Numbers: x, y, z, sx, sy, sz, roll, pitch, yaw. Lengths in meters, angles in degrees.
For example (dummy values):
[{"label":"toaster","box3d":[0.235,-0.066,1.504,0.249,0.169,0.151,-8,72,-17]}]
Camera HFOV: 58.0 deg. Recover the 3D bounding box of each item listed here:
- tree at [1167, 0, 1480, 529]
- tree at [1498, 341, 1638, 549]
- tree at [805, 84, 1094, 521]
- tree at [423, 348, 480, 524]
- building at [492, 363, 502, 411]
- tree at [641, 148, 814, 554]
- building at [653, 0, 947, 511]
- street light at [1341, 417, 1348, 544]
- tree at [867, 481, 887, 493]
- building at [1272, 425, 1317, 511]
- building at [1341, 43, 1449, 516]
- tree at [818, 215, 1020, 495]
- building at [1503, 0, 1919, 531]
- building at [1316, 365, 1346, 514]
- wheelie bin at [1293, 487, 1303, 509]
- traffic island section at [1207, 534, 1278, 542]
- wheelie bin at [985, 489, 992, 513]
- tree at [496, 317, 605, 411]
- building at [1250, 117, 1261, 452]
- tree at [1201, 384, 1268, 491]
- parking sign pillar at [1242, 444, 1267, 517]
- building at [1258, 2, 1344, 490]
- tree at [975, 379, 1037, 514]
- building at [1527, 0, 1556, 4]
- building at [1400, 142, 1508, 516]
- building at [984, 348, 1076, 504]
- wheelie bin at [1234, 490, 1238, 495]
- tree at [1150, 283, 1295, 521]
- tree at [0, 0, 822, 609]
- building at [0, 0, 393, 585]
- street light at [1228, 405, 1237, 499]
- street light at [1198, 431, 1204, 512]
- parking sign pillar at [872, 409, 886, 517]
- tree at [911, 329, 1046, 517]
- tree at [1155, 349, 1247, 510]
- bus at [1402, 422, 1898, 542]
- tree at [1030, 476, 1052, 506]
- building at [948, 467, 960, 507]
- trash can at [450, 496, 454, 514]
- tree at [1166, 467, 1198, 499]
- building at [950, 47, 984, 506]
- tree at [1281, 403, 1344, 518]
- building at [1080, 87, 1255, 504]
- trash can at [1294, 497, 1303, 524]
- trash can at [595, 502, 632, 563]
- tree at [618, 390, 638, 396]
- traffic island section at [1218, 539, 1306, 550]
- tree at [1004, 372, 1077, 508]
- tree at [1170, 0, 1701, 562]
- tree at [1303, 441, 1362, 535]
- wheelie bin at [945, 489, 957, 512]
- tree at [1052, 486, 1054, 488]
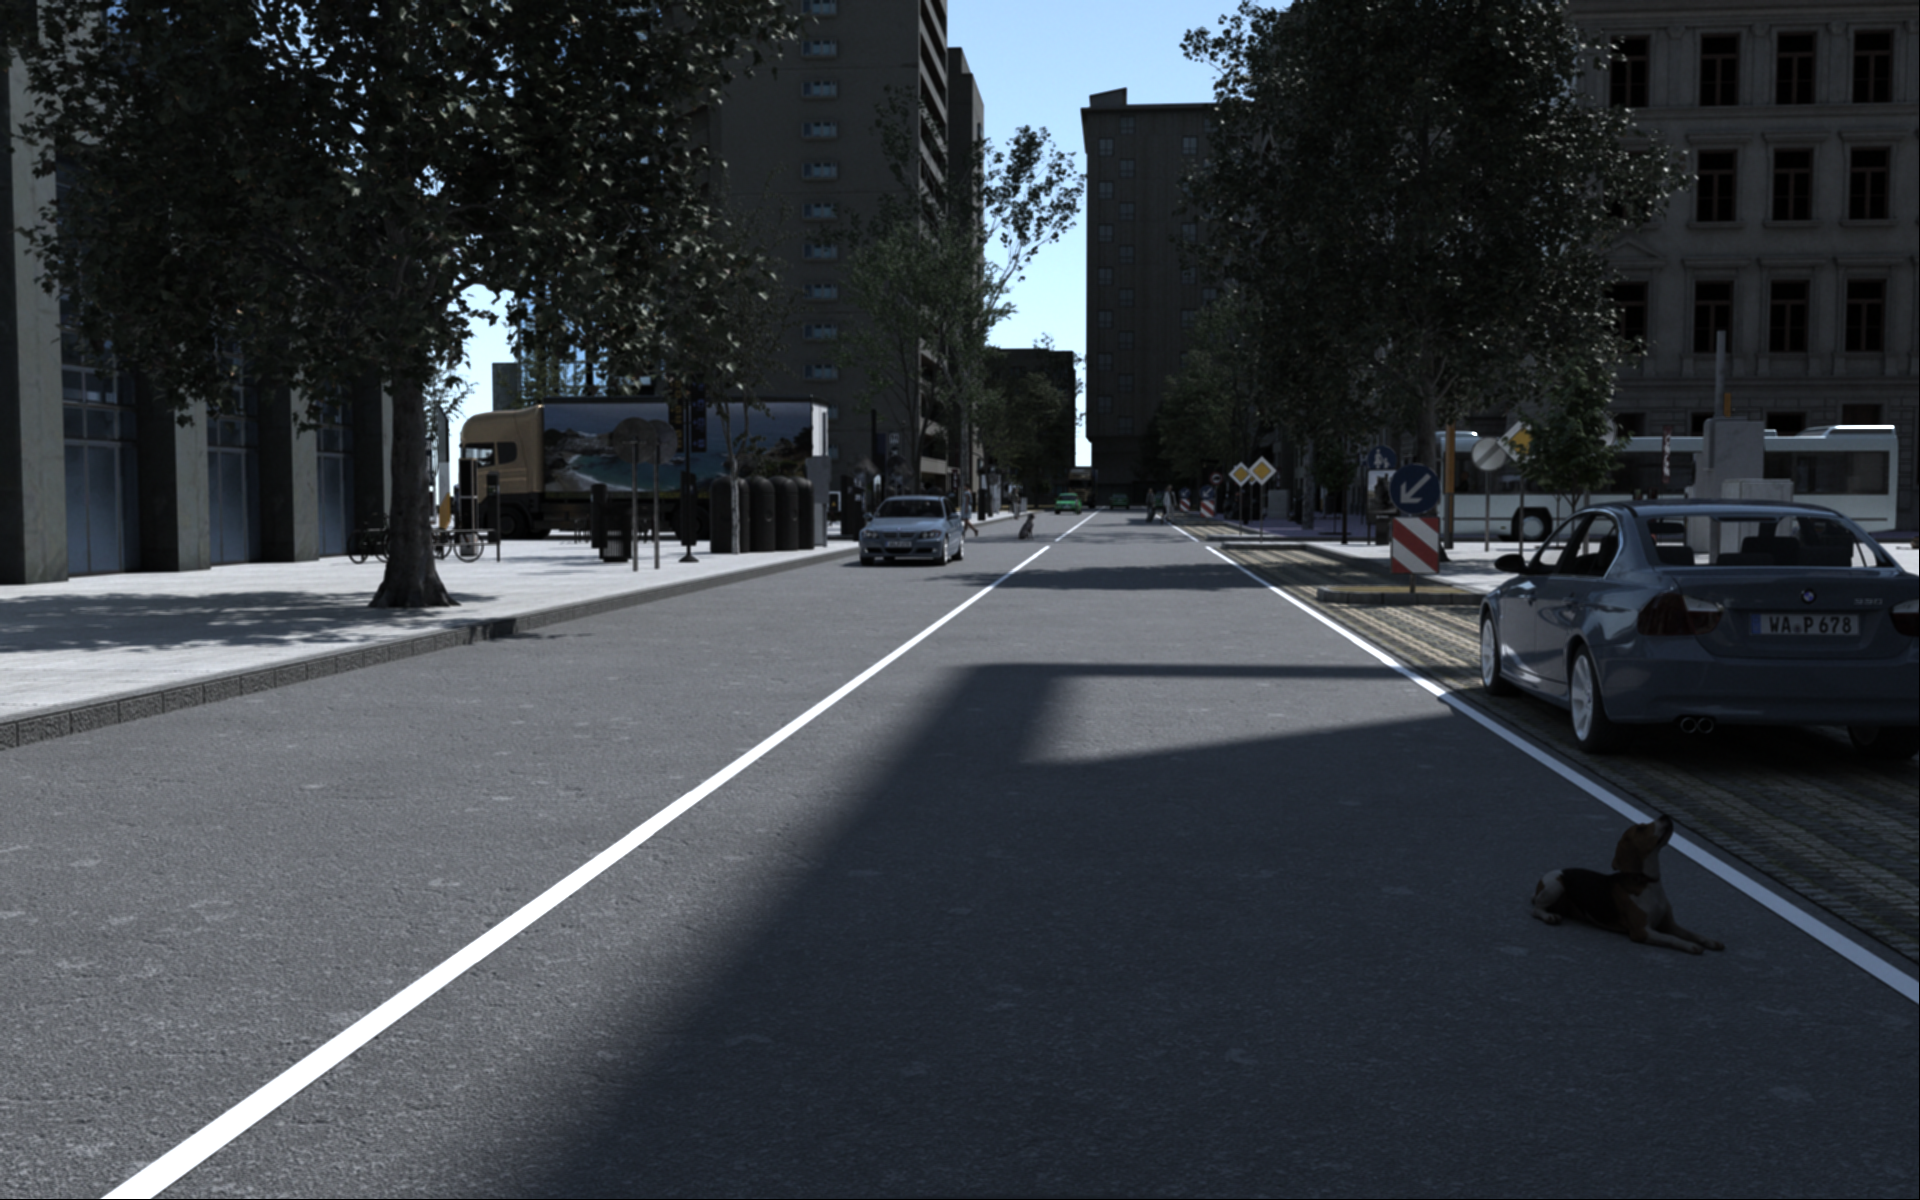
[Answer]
[{"label":"tree","box3d":[13.756,-12.698,63.495,12.611,20.169,13.585,0,3,0]},{"label":"tree","box3d":[7.899,-1.675,21.982,1.663,3.219,1.824,0,3,0]},{"label":"tree","box3d":[-1.221,-13.845,82.252,12.611,20.169,13.585,0,3,0]},{"label":"tree","box3d":[-22.724,-7.556,73.904,4.360,8.622,3.978,0,3,0]},{"label":"building","box3d":[-34.932,-53.555,188.302,31.000,86.520,22.319,0,4,5]},{"label":"tree","box3d":[-4.918,-5.269,36.504,4.360,8.622,3.978,0,3,0]},{"label":"building","box3d":[-12.676,-31.630,140.846,21.300,48.544,21.600,0,4,5]},{"label":"street light","box3d":[9.864,-4.372,44.268,0.468,5.910,1.993,0,4,5]},{"label":"tree","box3d":[-5.760,-7.523,117.597,1.663,3.219,1.824,0,3,0]},{"label":"building","box3d":[41.224,-18.257,143.538,27.650,21.520,28.899,0,4,5]},{"label":"building","box3d":[29.870,-19.226,100.256,13.634,28.700,20.117,0,4,5]},{"label":"tree","box3d":[-1.623,-8.529,65.206,9.928,11.665,9.643,0,3,0]},{"label":"building","box3d":[31.564,-13.948,64.201,21.152,22.565,11.583,0,4,5]},{"label":"building","box3d":[31.629,-17.666,118.509,12.332,23.373,15.834,0,4,5]},{"label":"wheelie bin","box3d":[16.395,-4.594,83.026,0.693,1.594,0.980,-1,4,-18]},{"label":"traffic island section","box3d":[8.654,-1.898,53.319,2.009,0.180,2.903,0,4,5]},{"label":"wheelie bin","box3d":[1.701,-6.548,114.965,0.980,1.594,0.693,2,4,35]},{"label":"tree","box3d":[-16.249,-7.213,68.293,4.737,8.622,4.395,0,3,0]},{"label":"building","box3d":[38.898,-32.816,186.651,14.600,45.320,14.200,0,4,5]},{"label":"tree","box3d":[17.160,-9.759,109.918,4.737,8.622,4.395,0,3,0]},{"label":"parking sign pillar","box3d":[16.422,-6.619,96.694,1.447,3.967,1.447,-1,4,-16]},{"label":"building","box3d":[40.675,-33.295,168.077,21.300,48.544,21.600,0,4,5]},{"label":"tree","box3d":[2.530,-9.739,109.600,4.737,8.622,4.395,0,3,0]},{"label":"building","box3d":[82.039,-47.947,222.180,20.611,71.187,20.563,0,4,5]},{"label":"building","box3d":[26.651,-13.200,80.446,10.561,19.102,19.286,0,4,5]},{"label":"building","box3d":[0.912,-23.892,235.666,28.899,21.520,27.650,0,4,5]},{"label":"wheelie bin","box3d":[20.115,-7.161,124.985,0.693,1.594,0.980,-2,4,-27]},{"label":"tree","box3d":[14.002,-9.677,83.977,9.928,11.665,9.643,0,3,0]},{"label":"tree","box3d":[-6.392,-6.277,19.639,9.611,12.733,9.660,0,3,0]},{"label":"building","box3d":[-28.466,-43.574,25.110,31.000,86.520,22.319,0,4,5]},{"label":"street light","box3d":[14.224,-7.178,90.153,0.468,5.910,1.993,0,4,5]},{"label":"street light","box3d":[17.639,-9.453,127.344,0.468,5.910,1.993,0,4,5]},{"label":"parking sign pillar","box3d":[-2.615,-4.106,55.600,1.447,3.967,1.447,0,4,-2]},{"label":"tree","box3d":[1.404,-9.978,97.546,7.601,10.594,8.767,2,4,26]},{"label":"tree","box3d":[18.946,-13.313,135.797,7.486,12.596,7.792,0,3,0]},{"label":"bus","box3d":[18.487,-3.250,48.001,13.247,3.499,2.948,0,4,6]},{"label":"tree","box3d":[7.740,-10.718,169.846,1.663,3.219,1.824,0,3,0]},{"label":"building","box3d":[-10.596,-44.212,161.118,20.563,71.187,20.611,0,4,5]},{"label":"trash can","box3d":[-31.486,-5.883,107.833,0.748,1.137,0.748,0,3,0]},{"label":"tree","box3d":[21.813,-11.303,168.517,4.285,4.588,4.351,0,3,0]},{"label":"building","box3d":[-8.736,-34.438,186.766,21.600,48.544,21.300,0,4,5]},{"label":"tree","box3d":[19.510,-8.768,93.719,4.737,8.622,4.395,0,3,0]},{"label":"building","box3d":[30.196,-39.345,232.526,27.495,52.752,28.713,0,4,5]},{"label":"trash can","box3d":[14.518,-3.775,73.374,0.748,1.137,0.748,0,3,0]},{"label":"trash can","box3d":[-6.494,-1.283,32.631,0.748,1.137,0.748,0,3,0]},{"label":"tree","box3d":[-22.062,-9.920,112.560,4.737,8.622,4.395,0,3,0]},{"label":"traffic island section","box3d":[7.908,-1.412,45.369,2.009,0.180,2.903,0,4,5]},{"label":"tree","box3d":[7.404,-14.851,160.935,7.486,12.596,7.792,0,3,0]},{"label":"tree","box3d":[8.861,-7.083,32.811,9.611,12.733,9.660,0,3,0]},{"label":"tree","box3d":[11.957,-3.678,54.729,1.663,3.219,1.824,0,3,0]},{"label":"wheelie bin","box3d":[-0.633,-6.724,117.853,0.693,1.594,0.980,-3,5,-39]},{"label":"tree","box3d":[9.523,-12.134,192.985,1.663,3.219,1.824,0,3,0]}]
